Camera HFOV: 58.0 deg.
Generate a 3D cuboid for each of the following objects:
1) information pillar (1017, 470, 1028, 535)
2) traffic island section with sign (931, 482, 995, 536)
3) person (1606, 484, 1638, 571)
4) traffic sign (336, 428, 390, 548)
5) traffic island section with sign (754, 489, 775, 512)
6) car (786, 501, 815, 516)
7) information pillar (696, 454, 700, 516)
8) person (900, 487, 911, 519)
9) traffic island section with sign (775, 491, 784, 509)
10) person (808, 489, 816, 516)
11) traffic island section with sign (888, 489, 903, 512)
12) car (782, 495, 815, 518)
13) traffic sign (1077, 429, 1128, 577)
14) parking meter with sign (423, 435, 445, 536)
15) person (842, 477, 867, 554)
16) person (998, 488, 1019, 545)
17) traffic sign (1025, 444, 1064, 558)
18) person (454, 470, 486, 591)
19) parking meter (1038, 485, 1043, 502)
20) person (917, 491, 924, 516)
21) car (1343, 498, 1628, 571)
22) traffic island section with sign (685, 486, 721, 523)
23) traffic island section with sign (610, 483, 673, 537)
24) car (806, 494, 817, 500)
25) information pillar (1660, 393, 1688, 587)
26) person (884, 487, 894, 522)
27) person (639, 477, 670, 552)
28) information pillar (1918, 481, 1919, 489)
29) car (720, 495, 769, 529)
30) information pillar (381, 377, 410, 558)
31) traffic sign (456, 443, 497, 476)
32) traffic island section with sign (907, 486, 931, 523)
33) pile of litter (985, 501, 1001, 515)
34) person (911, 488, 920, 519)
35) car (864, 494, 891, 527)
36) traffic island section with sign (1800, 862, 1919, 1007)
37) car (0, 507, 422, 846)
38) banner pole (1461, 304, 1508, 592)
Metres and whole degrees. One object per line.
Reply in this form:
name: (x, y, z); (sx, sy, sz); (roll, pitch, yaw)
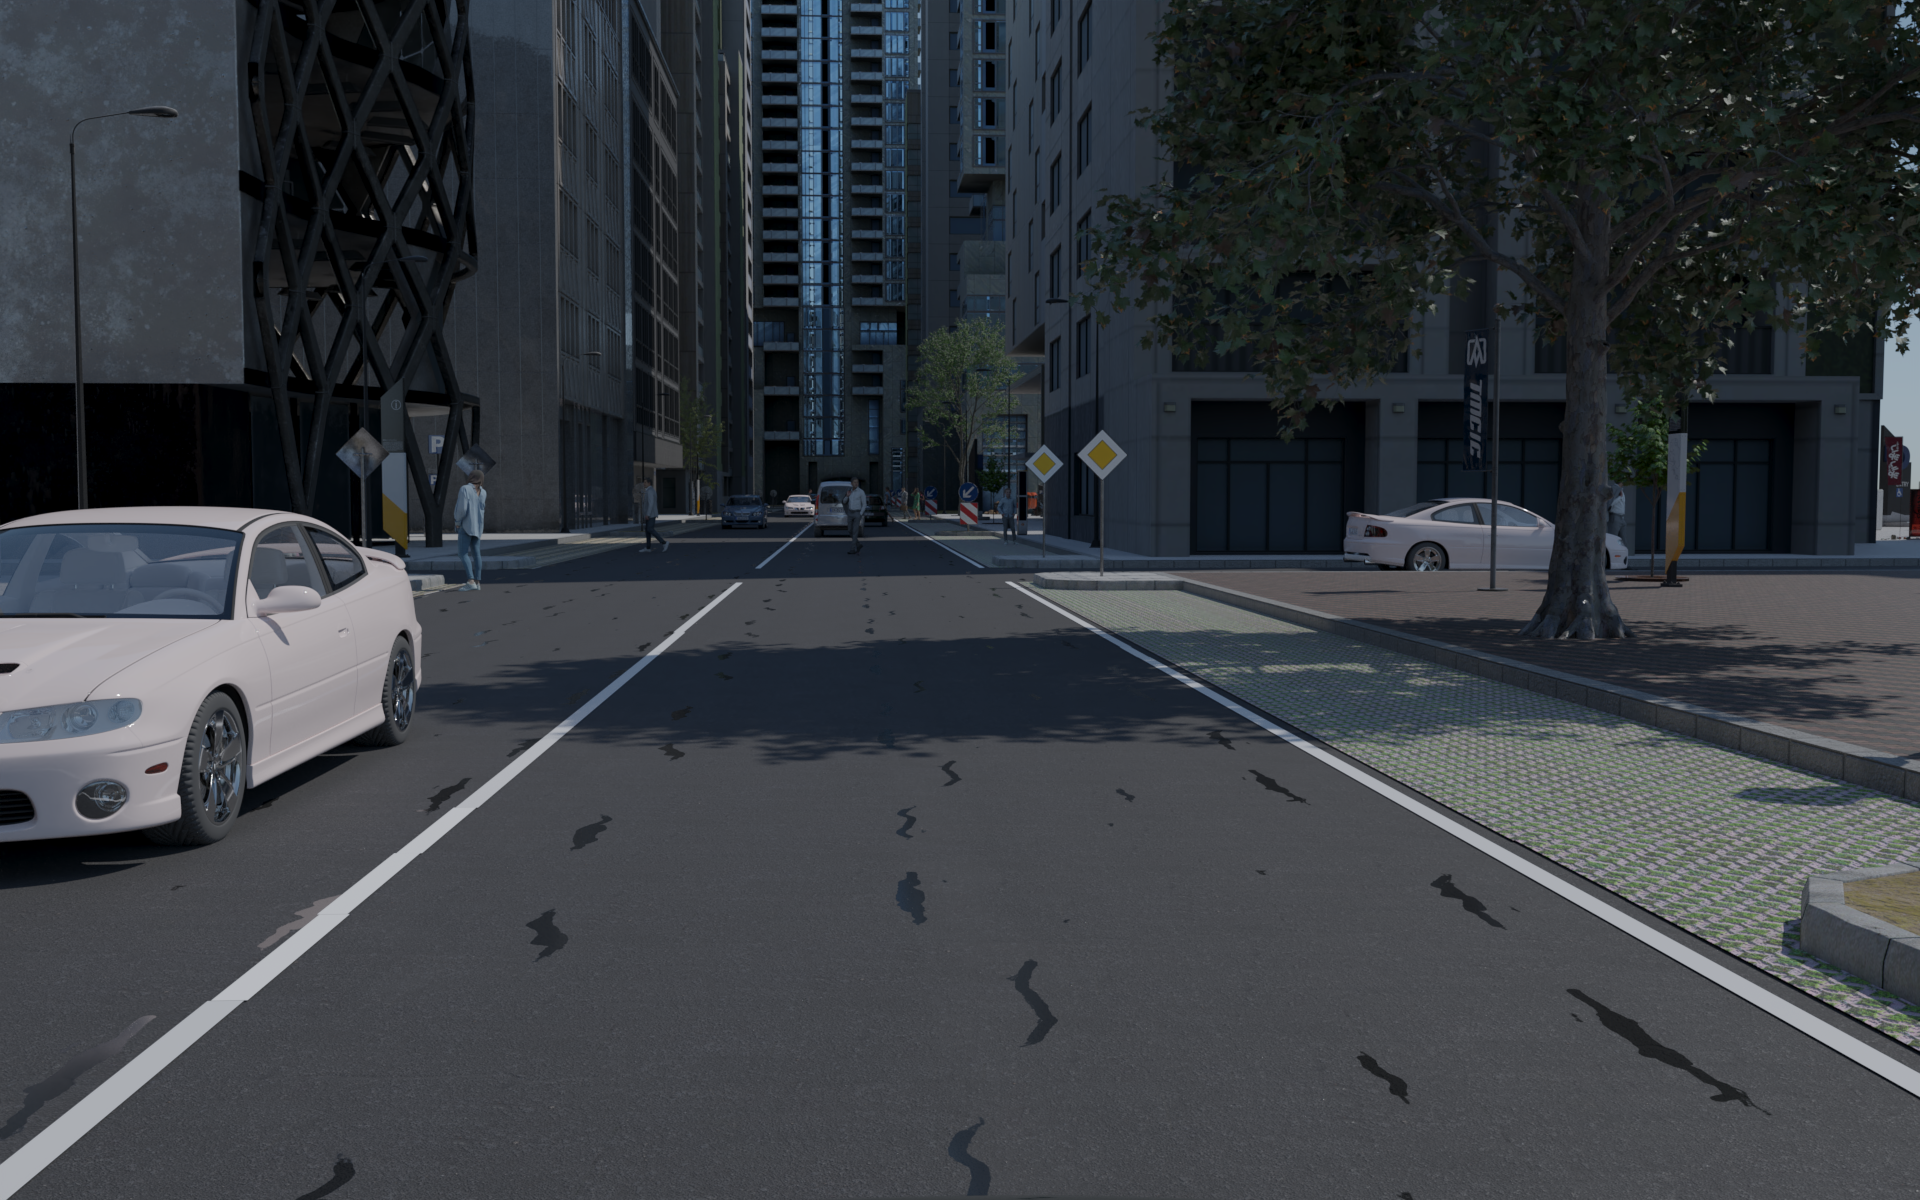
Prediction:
information pillar: (1.932, -3.023, 53.916); (0.304, 2.012, 0.304); (0, 4, -6)
traffic island section with sign: (0.134, -3.111, 59.487); (1.989, 1.847, 2.006); (0, 4, -4)
person: (12.065, -1.427, 31.930); (0.850, 1.850, 0.679); (2, 4, 34)
traffic sign: (-9.021, -1.379, 26.192); (0.795, 2.450, 0.064); (0, 4, -4)
traffic island section with sign: (-15.807, -7.824, 136.544); (1.989, 1.847, 2.006); (0, 4, -4)
car: (-10.448, -6.193, 113.841); (1.945, 1.354, 3.894); (0, 4, -3)
information pillar: (-15.320, -6.725, 101.301); (0.183, 3.616, 0.504); (0, 4, -4)
person: (-3.179, -5.499, 98.530); (0.853, 1.813, 0.709); (-3, 4, -38)
traffic island section with sign: (-17.571, -9.496, 163.884); (1.989, 1.847, 2.006); (0, 4, -4)
person: (-9.480, -6.245, 111.129); (0.750, 1.759, 0.617); (0, 4, 6)
traffic island section with sign: (-4.848, -7.848, 136.946); (1.989, 1.847, 2.006); (0, 4, -4)
car: (-9.931, -5.794, 107.099); (2.083, 1.381, 4.827); (0, 4, -5)
traffic sign: (2.202, -1.422, 26.891); (0.795, 2.450, 0.064); (0, 4, -4)
parking meter with sign: (-15.833, -3.412, 52.049); (0.543, 3.016, 1.738); (-2, 4, -27)
person: (-2.549, -2.016, 41.556); (0.679, 1.850, 0.850); (2, 4, 25)
person: (1.350, -2.344, 48.632); (0.589, 1.601, 0.330); (0, 4, -5)
traffic sign: (1.689, -1.909, 34.859); (0.795, 2.450, 0.064); (0, 4, -4)
person: (-7.270, -1.040, 25.774); (0.793, 1.790, 0.793); (0, 4, -8)
parking meter: (5.068, -6.227, 107.524); (0.399, 1.863, 0.255); (1, 4, 16)
person: (-2.594, -6.177, 110.956); (0.593, 1.643, 0.415); (-1, 4, -11)
car: (9.089, -1.078, 29.981); (4.827, 1.381, 2.083); (0, 4, -4)
traffic island section with sign: (-12.551, -4.728, 85.930); (1.989, 1.847, 2.006); (0, 4, -4)
traffic island section with sign: (-10.823, -3.083, 59.030); (1.989, 1.847, 2.006); (0, 4, -4)
car: (-13.478, -8.961, 158.308); (2.131, 1.459, 4.920); (0, 4, -3)
information pillar: (9.858, -1.985, 23.816); (0.183, 3.616, 0.504); (0, 4, 3)
person: (-3.604, -4.826, 87.498); (0.778, 1.811, 0.616); (3, 4, 38)
person: (-7.539, -2.099, 42.662); (0.795, 1.843, 0.661); (0, 4, -1)
information pillar: (55.753, -5.868, 100.441); (0.304, 2.012, 0.304); (2, 4, 24)
car: (-8.974, -3.687, 72.282); (2.014, 1.417, 4.499); (0, 4, -4)
information pillar: (-11.360, -2.658, 34.807); (0.504, 3.616, 0.183); (0, 4, 6)
traffic sign: (-9.533, -1.867, 34.161); (0.795, 2.450, 0.064); (0, 4, -4)
traffic island section with sign: (-1.595, -4.756, 86.386); (1.989, 1.847, 2.006); (0, 4, -4)
pile of litter: (2.081, -5.796, 108.722); (1.176, 0.858, 1.719); (1, 4, 16)
person: (-2.389, -5.338, 96.021); (0.529, 1.795, 0.600); (-2, 4, -34)
car: (-4.090, -4.128, 77.279); (2.009, 1.686, 4.222); (0, 4, -2)
traffic island section with sign: (3.643, 0.222, 4.998); (1.989, 1.847, 2.006); (0, 4, -4)
car: (-4.033, 0.234, 8.530); (2.083, 1.381, 4.827); (0, 4, -3)
banner pole: (6.975, -2.023, 23.085); (0.401, 3.779, 0.863); (-2, 4, -24)
